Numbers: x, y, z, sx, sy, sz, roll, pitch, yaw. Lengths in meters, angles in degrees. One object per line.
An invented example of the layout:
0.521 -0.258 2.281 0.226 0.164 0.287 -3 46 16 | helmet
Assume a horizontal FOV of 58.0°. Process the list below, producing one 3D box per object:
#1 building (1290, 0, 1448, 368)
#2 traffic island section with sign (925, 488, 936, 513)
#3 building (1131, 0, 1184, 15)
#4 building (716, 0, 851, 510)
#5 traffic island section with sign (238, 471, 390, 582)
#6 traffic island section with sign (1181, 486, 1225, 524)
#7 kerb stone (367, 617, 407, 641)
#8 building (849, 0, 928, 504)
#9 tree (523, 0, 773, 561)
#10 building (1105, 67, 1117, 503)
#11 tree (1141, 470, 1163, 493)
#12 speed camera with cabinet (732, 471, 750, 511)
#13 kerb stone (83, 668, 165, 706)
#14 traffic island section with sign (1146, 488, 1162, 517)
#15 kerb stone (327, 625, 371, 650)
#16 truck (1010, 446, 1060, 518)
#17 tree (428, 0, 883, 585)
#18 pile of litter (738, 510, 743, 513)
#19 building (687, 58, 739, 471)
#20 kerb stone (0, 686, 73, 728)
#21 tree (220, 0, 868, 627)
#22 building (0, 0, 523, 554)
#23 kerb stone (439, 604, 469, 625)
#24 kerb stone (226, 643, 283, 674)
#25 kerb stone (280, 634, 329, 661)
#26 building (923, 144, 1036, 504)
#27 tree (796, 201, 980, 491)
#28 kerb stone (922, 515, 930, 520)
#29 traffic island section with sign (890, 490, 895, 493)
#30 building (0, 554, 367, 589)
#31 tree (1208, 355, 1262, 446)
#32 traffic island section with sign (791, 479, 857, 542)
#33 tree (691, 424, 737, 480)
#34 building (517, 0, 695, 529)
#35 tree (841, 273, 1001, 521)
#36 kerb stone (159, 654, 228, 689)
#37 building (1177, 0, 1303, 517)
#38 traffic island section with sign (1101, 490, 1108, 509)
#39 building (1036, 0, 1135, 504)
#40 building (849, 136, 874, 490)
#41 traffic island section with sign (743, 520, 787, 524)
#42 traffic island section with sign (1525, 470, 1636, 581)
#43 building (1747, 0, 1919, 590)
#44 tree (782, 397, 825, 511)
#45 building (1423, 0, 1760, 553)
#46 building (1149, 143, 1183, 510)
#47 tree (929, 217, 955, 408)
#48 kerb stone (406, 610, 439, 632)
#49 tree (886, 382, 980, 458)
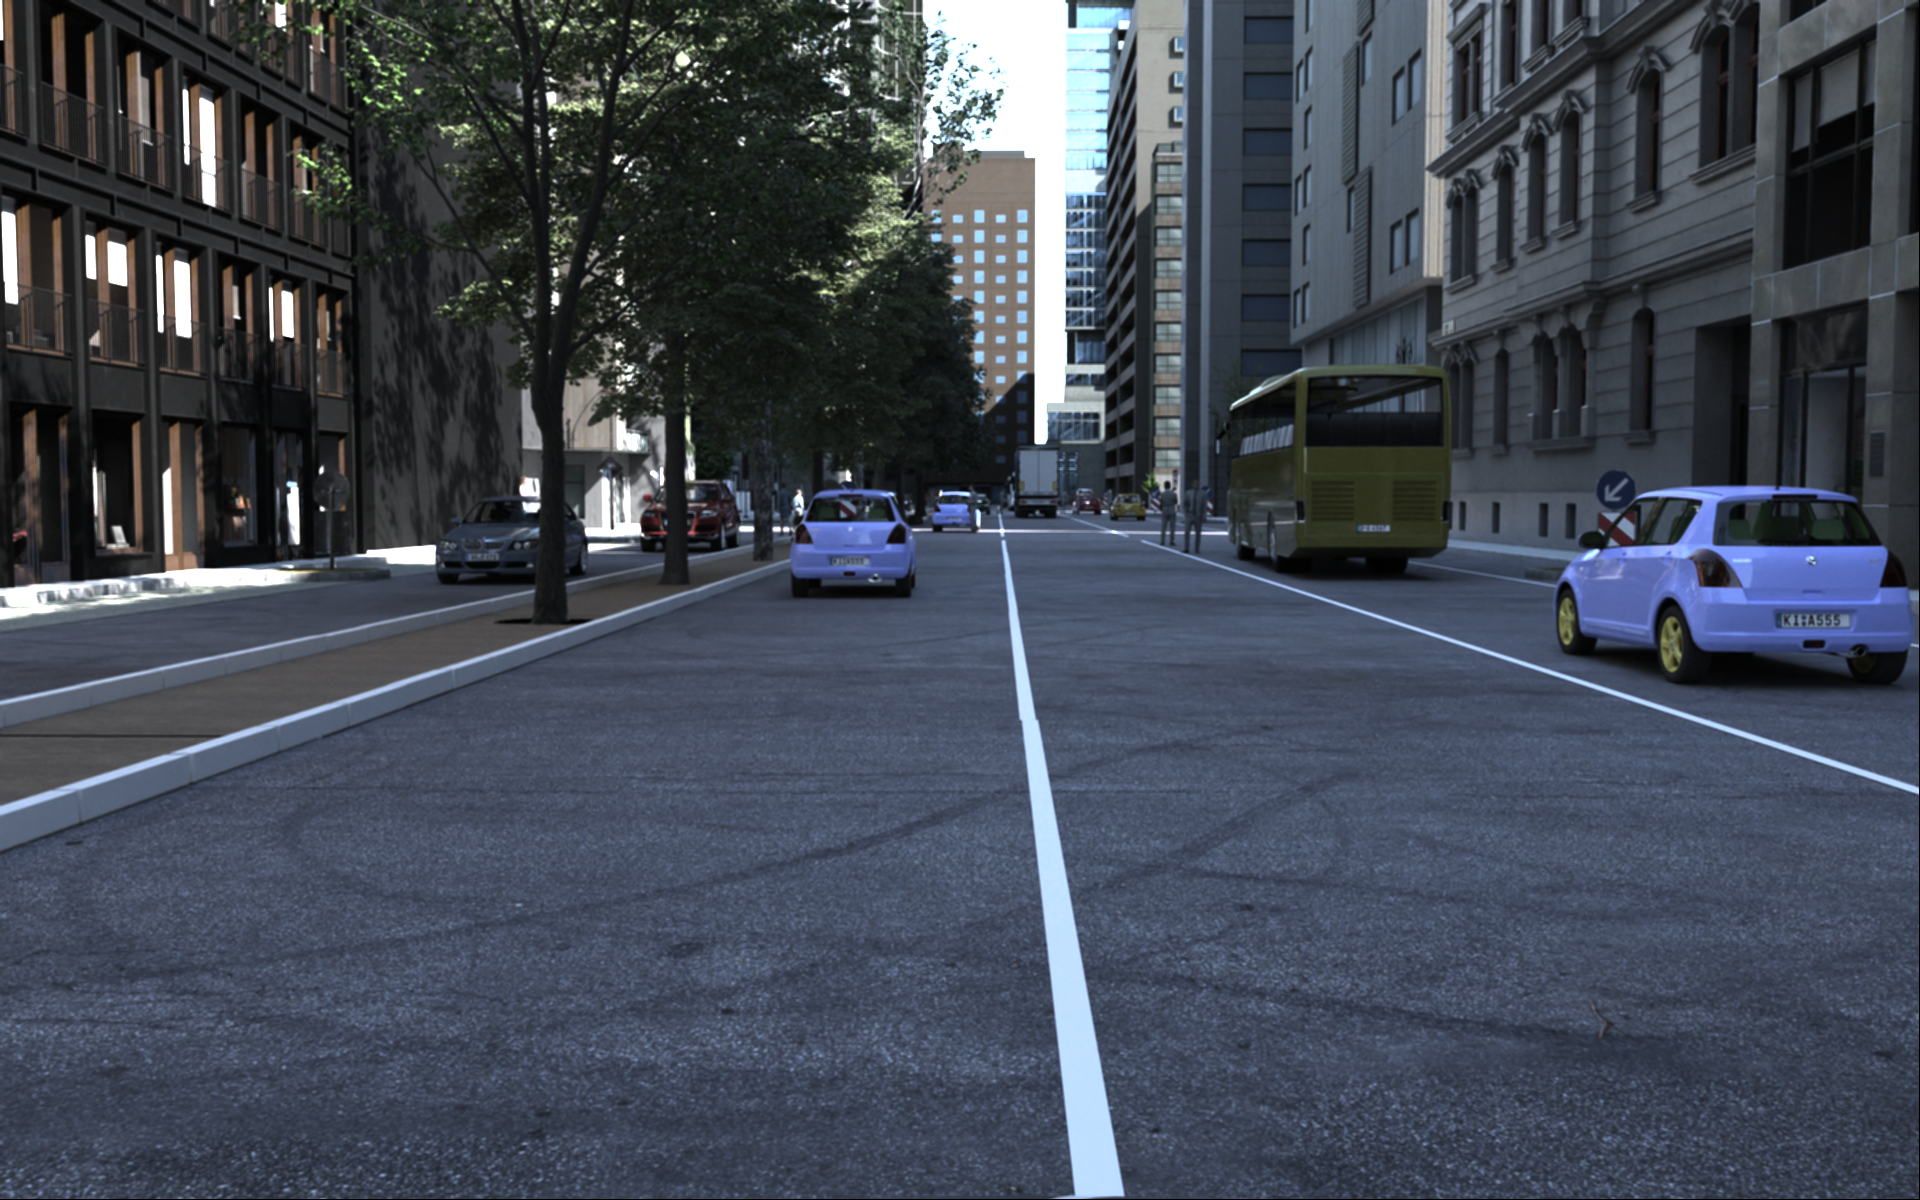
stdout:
28.982 -29.462 70.948 27.495 52.752 28.713 0 4 1 | building
-2.224 -7.734 134.594 2.006 1.907 1.989 0 4 1 | traffic island section with sign
26.372 -32.970 162.759 21.300 48.544 21.600 0 4 1 | building
-21.121 -37.086 148.347 21.231 58.520 28.212 0 4 1 | building
-10.688 -1.244 28.967 1.989 1.847 2.006 0 4 1 | traffic island section with sign
11.819 -4.646 84.587 1.989 1.847 2.006 0 4 1 | traffic island section with sign
-5.768 0.303 17.251 0.120 0.150 1.000 0 4 1 | kerb stone
-14.855 -48.259 227.291 20.611 71.187 20.563 0 4 1 | building
-5.404 -10.947 37.324 12.611 20.169 13.585 0 3 0 | tree
26.818 -34.288 184.315 21.300 48.544 21.600 0 4 1 | building
15.150 -8.704 136.904 1.663 3.219 1.824 0 3 0 | tree
-16.539 -8.225 128.815 0.660 3.252 2.038 3 5 41 | speed camera with cabinet
-5.880 0.618 12.121 0.120 0.150 1.000 0 4 1 | kerb stone
12.402 -6.294 111.536 1.989 1.847 2.006 0 4 1 | traffic island section with sign
-5.788 0.372 16.230 0.120 0.150 1.000 0 4 1 | kerb stone
4.644 -7.238 107.252 2.839 4.237 11.283 0 4 0 | truck
-4.583 -6.533 27.407 7.486 12.596 7.792 0 3 0 | tree
-15.797 -6.484 119.971 1.719 0.858 1.176 3 5 39 | pile of litter
-27.987 -31.097 97.682 28.713 52.752 27.495 0 4 1 | building
-5.895 0.682 11.097 0.120 0.150 1.000 0 4 1 | kerb stone
-4.413 -5.531 18.639 9.928 11.665 9.643 0 3 0 | tree
-21.005 -13.158 44.813 15.834 23.373 12.332 0 4 1 | building
-5.717 0.177 19.298 0.120 0.150 1.000 0 4 1 | kerb stone
-5.828 0.491 14.166 0.120 0.150 1.000 0 4 1 | kerb stone
-5.812 0.428 15.196 0.120 0.150 1.000 0 4 1 | kerb stone
2.572 -35.132 224.511 14.200 45.320 14.600 0 4 1 | building
-3.604 -10.189 75.700 9.857 13.997 8.962 0 3 0 | tree
-1.932 -4.681 98.766 0.120 0.150 1.000 0 4 1 | kerb stone
-7.301 -11.010 188.633 1.989 1.847 2.006 0 4 1 | traffic island section with sign
-18.876 -12.145 28.241 12.332 23.373 15.834 0 4 1 | building
14.984 -8.607 91.093 4.737 8.622 4.395 0 3 0 | tree
-3.972 -2.687 52.067 2.006 1.907 1.989 0 4 1 | traffic island section with sign
-11.939 -5.928 80.644 4.285 4.588 4.351 0 3 0 | tree
-18.408 -23.366 65.629 14.154 41.232 14.086 0 4 1 | building
-2.966 -10.158 85.543 9.611 12.733 9.660 0 3 0 | tree
-5.856 0.554 13.143 0.120 0.150 1.000 0 4 1 | kerb stone
24.509 -34.613 107.915 21.231 58.520 28.212 0 4 1 | building
13.463 -9.346 161.433 1.989 1.847 2.006 0 4 1 | traffic island section with sign
25.270 -55.963 227.672 31.000 86.520 22.319 0 4 1 | building
-24.301 -33.379 200.379 28.867 44.769 22.147 0 4 1 | building
-9.505 -4.653 84.703 1.989 1.847 2.006 0 4 1 | traffic island section with sign
10.656 -1.256 29.156 1.989 1.847 2.006 0 4 1 | traffic island section with sign
21.757 -12.547 9.667 19.350 26.468 34.151 0 4 1 | building
-11.573 -10.867 128.030 4.737 8.622 4.395 0 3 0 | tree
19.893 -15.373 38.744 14.401 28.519 23.554 0 4 1 | building
22.810 -22.866 145.562 14.160 30.474 14.107 0 4 1 | building
-4.032 -7.789 47.935 7.486 12.596 7.792 0 3 0 | tree
-5.744 0.240 18.277 0.120 0.150 1.000 0 4 1 | kerb stone
-3.090 -9.633 94.371 8.767 10.594 7.601 0 4 1 | tree
